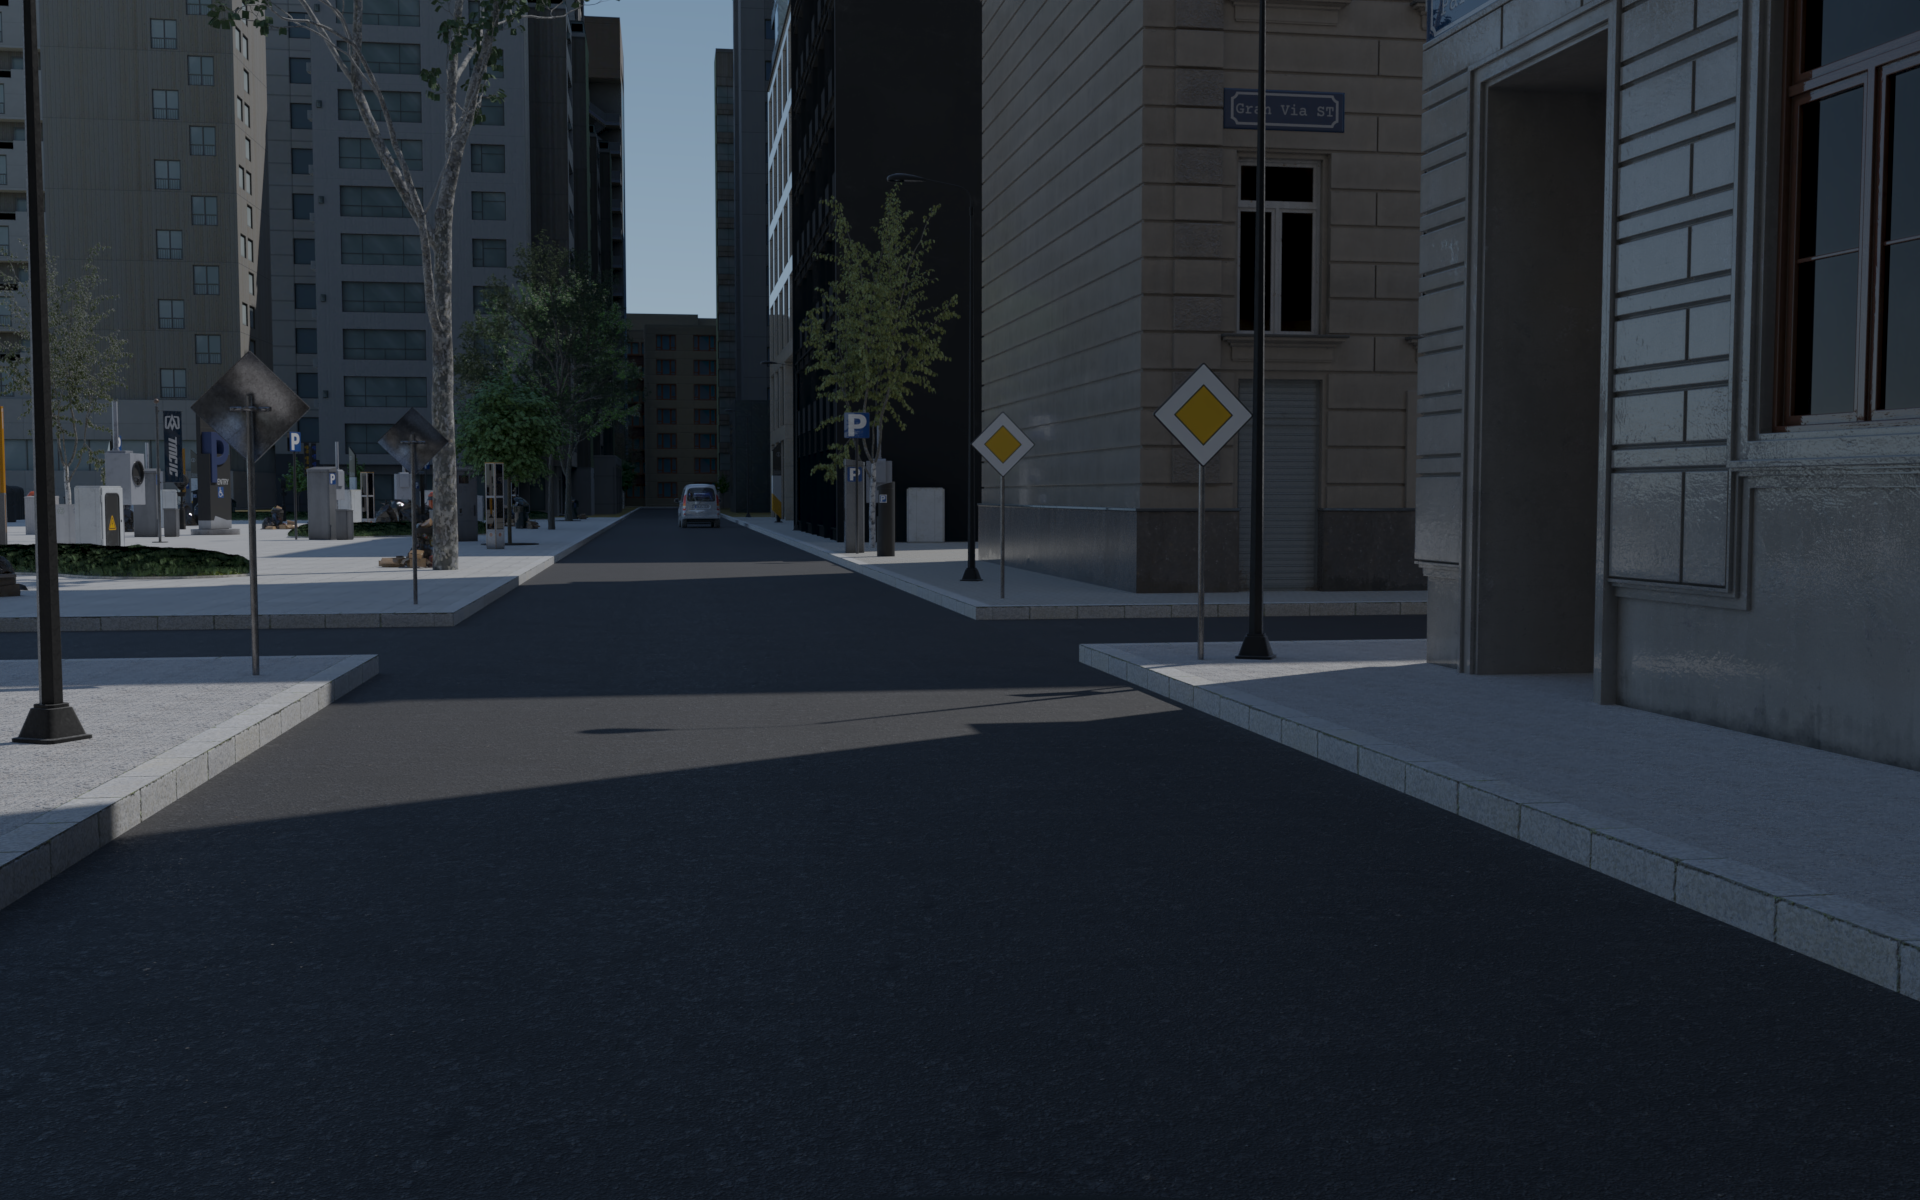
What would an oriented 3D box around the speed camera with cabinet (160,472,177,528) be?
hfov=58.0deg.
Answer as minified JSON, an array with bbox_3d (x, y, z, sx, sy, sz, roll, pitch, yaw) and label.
[{"bbox_3d":[-30.644,-4.402,66.304,0.660,3.252,2.038,-3,5,-44],"label":"speed camera with cabinet"}]

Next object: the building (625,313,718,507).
[{"bbox_3d":[-39.895,-21.051,189.219,28.899,21.520,27.650,-1,4,-10],"label":"building"}]

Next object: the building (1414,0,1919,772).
[{"bbox_3d":[10.063,-10.249,3.731,11.583,22.565,21.152,-1,4,-10],"label":"building"}]

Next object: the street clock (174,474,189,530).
[{"bbox_3d":[-28.135,-3.550,62.609,0.471,2.002,0.358,0,4,-4],"label":"street clock"}]

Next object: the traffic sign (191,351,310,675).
[{"bbox_3d":[-4.988,-0.524,12.214,0.795,2.450,0.064,-1,4,-10],"label":"traffic sign"}]

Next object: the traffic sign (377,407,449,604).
[{"bbox_3d":[-6.330,-1.006,20.086,0.795,2.450,0.064,-1,4,-10],"label":"traffic sign"}]

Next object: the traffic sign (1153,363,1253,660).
[{"bbox_3d":[1.861,-0.594,13.356,0.795,2.450,0.064,-1,4,-10],"label":"traffic sign"}]

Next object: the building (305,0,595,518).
[{"bbox_3d":[-28.686,-20.066,99.788,14.160,30.474,14.107,-1,4,-10],"label":"building"}]

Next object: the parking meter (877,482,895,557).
[{"bbox_3d":[-1.525,-1.663,35.602,0.372,1.533,0.369,0,3,0],"label":"parking meter"}]

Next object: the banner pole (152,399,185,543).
[{"bbox_3d":[-20.928,-3.407,45.728,0.863,3.779,0.401,-3,5,-41],"label":"banner pole"}]

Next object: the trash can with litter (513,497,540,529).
[{"bbox_3d":[-15.909,-3.199,63.698,1.055,1.170,0.624,2,4,25],"label":"trash can with litter"}]

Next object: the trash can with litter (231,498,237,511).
[{"bbox_3d":[-36.637,-4.650,87.409,0.624,1.170,1.055,3,4,36],"label":"trash can with litter"}]

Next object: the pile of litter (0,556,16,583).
[{"bbox_3d":[-13.587,-0.578,23.423,1.176,0.858,1.719,3,4,37],"label":"pile of litter"}]

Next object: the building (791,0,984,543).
[{"bbox_3d":[1.489,-13.717,53.954,12.332,23.373,15.834,-1,4,-10],"label":"building"}]

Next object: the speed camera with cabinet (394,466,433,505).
[{"bbox_3d":[-23.400,-4.935,75.020,2.038,3.252,0.660,-2,4,-27],"label":"speed camera with cabinet"}]

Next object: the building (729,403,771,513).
[{"bbox_3d":[-3.510,-48.949,112.989,22.319,86.520,31.000,-1,4,-10],"label":"building"}]

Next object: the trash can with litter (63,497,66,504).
[{"bbox_3d":[-44.752,-4.625,86.678,2.233,1.210,1.678,3,4,36],"label":"trash can with litter"}]

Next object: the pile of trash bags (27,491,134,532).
[{"bbox_3d":[-29.590,-2.977,58.429,3.447,1.369,1.912,-1,4,-17],"label":"pile of trash bags"}]

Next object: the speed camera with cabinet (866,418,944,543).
[{"bbox_3d":[-1.435,-3.133,45.558,2.038,3.252,0.660,0,4,-1],"label":"speed camera with cabinet"}]

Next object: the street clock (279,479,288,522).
[{"bbox_3d":[-31.536,-4.660,80.761,0.358,2.002,0.471,-1,4,-21],"label":"street clock"}]

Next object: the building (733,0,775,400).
[{"bbox_3d":[-8.132,-36.775,143.269,21.231,58.520,28.212,-1,4,-10],"label":"building"}]

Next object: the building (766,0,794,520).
[{"bbox_3d":[1.849,-16.841,79.867,19.350,26.468,34.151,-1,4,-10],"label":"building"}]

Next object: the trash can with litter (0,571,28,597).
[{"bbox_3d":[-12.218,-0.618,21.486,0.624,1.170,1.055,2,4,26],"label":"trash can with litter"}]

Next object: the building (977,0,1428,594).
[{"bbox_3d":[13.273,-14.178,29.079,25.104,27.353,12.463,-1,4,-10],"label":"building"}]

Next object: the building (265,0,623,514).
[{"bbox_3d":[-33.479,-41.428,115.607,20.563,71.187,20.611,-1,4,-10],"label":"building"}]

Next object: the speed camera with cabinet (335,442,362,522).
[{"bbox_3d":[-23.630,-4.403,66.332,0.660,3.252,2.038,1,4,11],"label":"speed camera with cabinet"}]

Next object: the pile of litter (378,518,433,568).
[{"bbox_3d":[-9.612,-1.009,30.464,1.176,0.858,1.719,-2,4,-27],"label":"pile of litter"}]

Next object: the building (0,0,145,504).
[{"bbox_3d":[-71.867,-34.119,147.080,27.495,52.752,28.713,-1,4,-10],"label":"building"}]

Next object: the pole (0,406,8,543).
[{"bbox_3d":[-22.292,-2.839,40.254,0.158,3.312,0.155,0,3,0],"label":"pole"}]

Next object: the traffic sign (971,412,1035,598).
[{"bbox_3d":[0.519,-1.076,21.228,0.795,2.450,0.064,-1,4,-10],"label":"traffic sign"}]

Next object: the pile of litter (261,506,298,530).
[{"bbox_3d":[-24.705,-3.008,63.145,1.719,0.858,1.176,-3,5,-39],"label":"pile of litter"}]

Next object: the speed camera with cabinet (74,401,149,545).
[{"bbox_3d":[-17.830,-2.570,36.351,0.660,3.252,2.038,0,4,-1],"label":"speed camera with cabinet"}]

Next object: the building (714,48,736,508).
[{"bbox_3d":[-16.061,-29.374,163.862,14.154,41.232,14.086,-1,4,-10],"label":"building"}]

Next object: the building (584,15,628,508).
[{"bbox_3d":[-38.248,-31.196,160.159,14.200,45.320,14.600,-1,4,-10],"label":"building"}]

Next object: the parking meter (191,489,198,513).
[{"bbox_3d":[-39.067,-4.896,88.466,0.372,1.533,0.369,0,3,0],"label":"parking meter"}]

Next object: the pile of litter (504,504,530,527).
[{"bbox_3d":[-19.513,-3.665,73.881,1.719,0.858,1.176,1,4,19],"label":"pile of litter"}]

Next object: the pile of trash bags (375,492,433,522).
[{"bbox_3d":[-21.749,-3.630,69.102,1.912,1.369,3.447,1,4,15],"label":"pile of trash bags"}]

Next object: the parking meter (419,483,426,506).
[{"bbox_3d":[-27.721,-5.117,89.382,0.399,1.863,0.255,-2,4,-24],"label":"parking meter"}]

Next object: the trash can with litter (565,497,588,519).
[{"bbox_3d":[-19.376,-4.659,87.557,1.055,1.170,0.624,-3,5,-40],"label":"trash can with litter"}]

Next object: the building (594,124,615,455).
[{"bbox_3d":[-34.218,-22.177,134.300,14.160,30.474,14.107,-1,4,-10],"label":"building"}]

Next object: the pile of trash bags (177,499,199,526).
[{"bbox_3d":[-30.949,-3.695,70.161,3.447,1.369,1.912,2,4,30],"label":"pile of trash bags"}]
